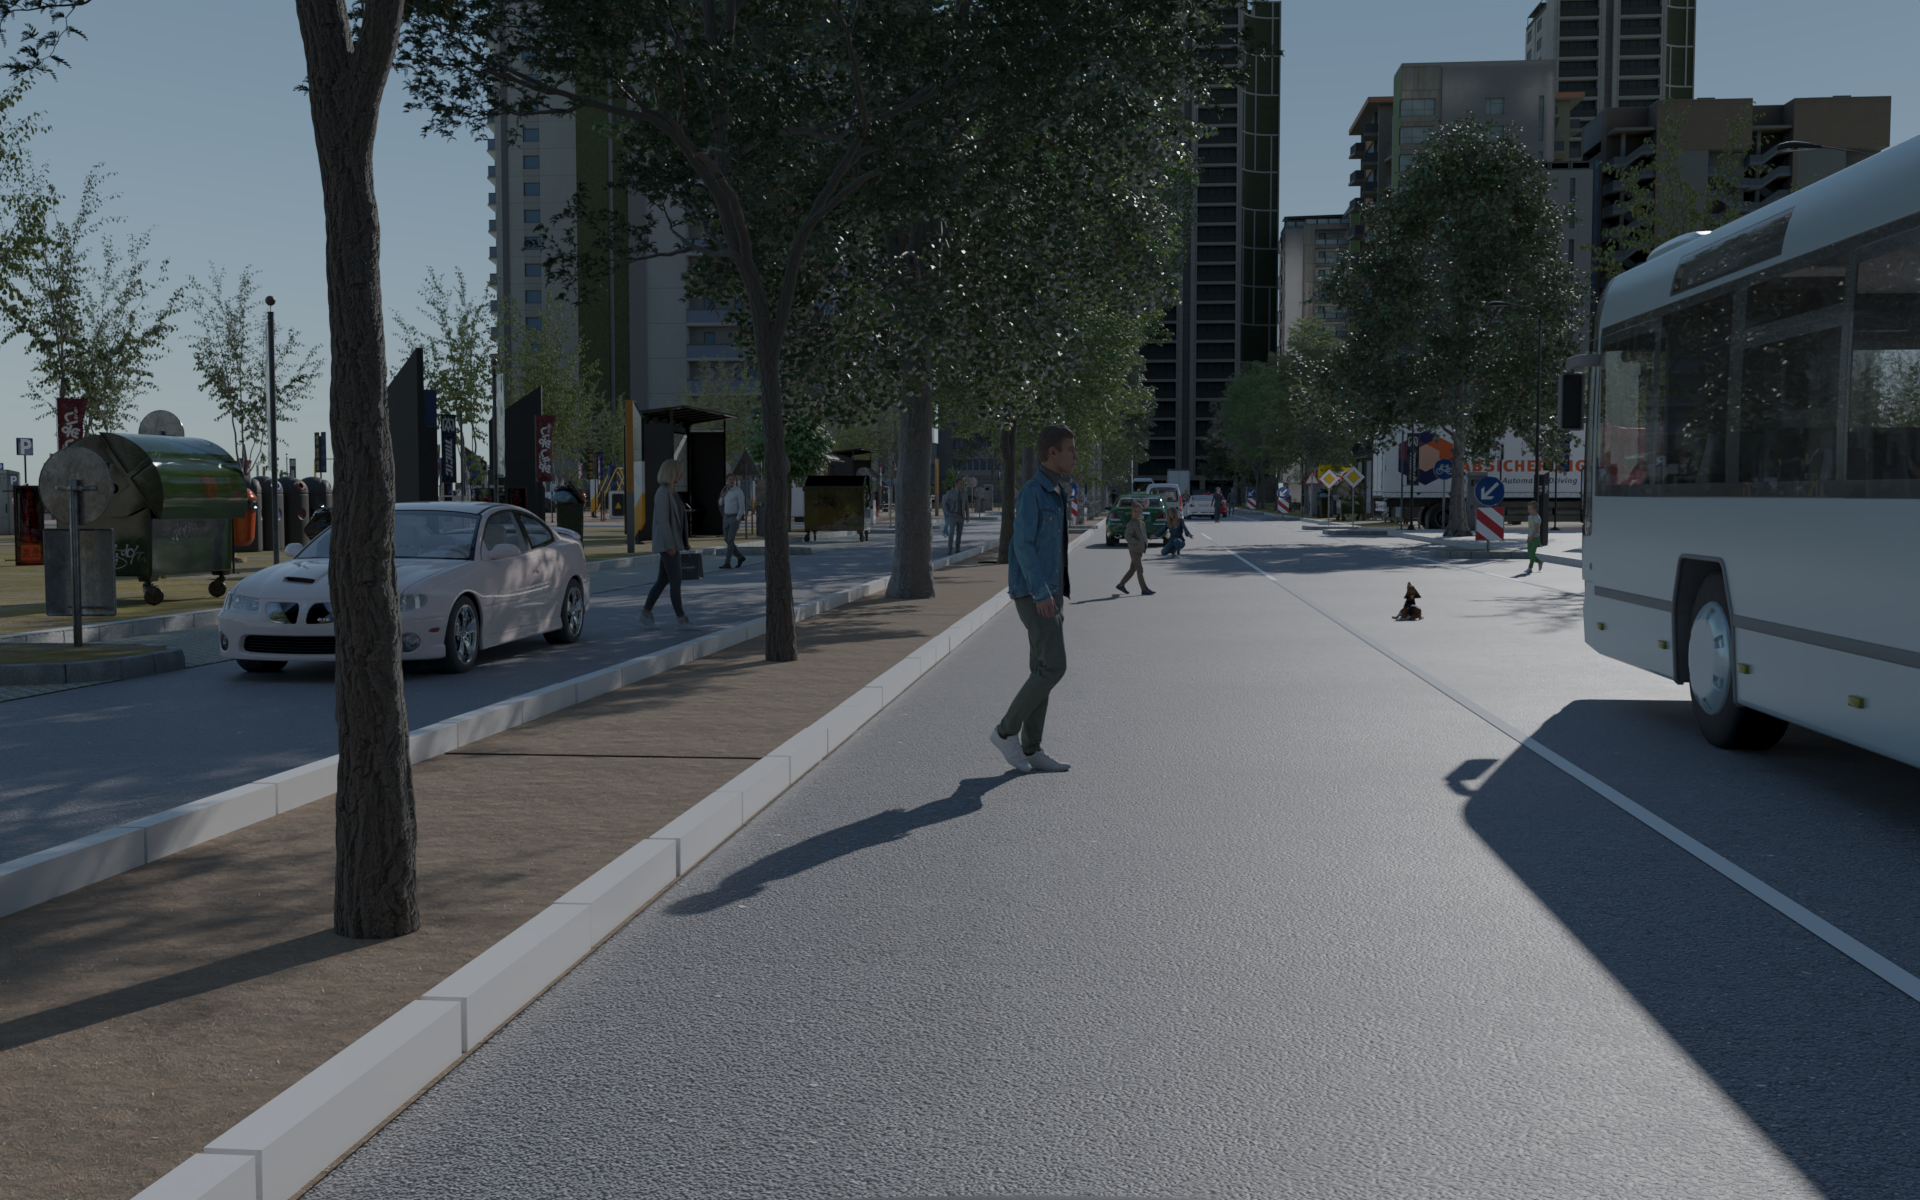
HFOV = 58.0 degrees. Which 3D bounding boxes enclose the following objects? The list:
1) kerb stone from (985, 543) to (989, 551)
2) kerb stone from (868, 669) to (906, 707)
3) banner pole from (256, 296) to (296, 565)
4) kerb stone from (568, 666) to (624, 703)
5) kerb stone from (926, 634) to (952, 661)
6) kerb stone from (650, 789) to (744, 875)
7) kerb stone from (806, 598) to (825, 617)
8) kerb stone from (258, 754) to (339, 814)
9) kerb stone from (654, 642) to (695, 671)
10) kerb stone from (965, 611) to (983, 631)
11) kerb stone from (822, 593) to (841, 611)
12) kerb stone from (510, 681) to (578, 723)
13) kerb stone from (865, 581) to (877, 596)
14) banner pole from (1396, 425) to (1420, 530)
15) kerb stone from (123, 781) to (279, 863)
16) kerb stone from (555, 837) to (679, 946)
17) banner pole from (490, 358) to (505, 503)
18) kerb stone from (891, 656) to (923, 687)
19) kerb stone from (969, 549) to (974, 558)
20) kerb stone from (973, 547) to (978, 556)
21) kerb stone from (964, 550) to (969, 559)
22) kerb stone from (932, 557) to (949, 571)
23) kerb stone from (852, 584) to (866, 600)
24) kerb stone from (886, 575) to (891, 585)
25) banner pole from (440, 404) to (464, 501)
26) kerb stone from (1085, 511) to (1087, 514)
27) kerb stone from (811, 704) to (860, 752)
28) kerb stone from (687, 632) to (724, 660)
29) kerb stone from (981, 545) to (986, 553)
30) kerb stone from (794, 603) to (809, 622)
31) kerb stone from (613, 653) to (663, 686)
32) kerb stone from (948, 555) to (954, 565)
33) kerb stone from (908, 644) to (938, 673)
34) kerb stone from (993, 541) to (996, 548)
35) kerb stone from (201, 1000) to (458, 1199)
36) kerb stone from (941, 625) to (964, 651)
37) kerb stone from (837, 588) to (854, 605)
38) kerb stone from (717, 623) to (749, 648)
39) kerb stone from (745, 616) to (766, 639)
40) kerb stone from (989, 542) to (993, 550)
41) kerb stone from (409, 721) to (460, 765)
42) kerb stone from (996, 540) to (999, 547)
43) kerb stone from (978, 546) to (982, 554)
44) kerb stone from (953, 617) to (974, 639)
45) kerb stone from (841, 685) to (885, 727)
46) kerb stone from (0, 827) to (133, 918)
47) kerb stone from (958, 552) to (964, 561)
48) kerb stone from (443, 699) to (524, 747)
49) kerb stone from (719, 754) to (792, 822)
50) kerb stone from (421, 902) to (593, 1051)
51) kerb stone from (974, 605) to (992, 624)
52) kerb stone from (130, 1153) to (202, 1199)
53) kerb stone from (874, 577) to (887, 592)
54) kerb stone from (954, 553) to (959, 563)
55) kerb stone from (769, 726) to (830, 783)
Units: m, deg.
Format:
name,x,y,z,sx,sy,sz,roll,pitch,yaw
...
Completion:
name,x,y,z,sx,sy,sz,roll,pitch,yaw
kerb stone,0.560,-1.263,42.843,0.120,0.150,1.000,0,4,6
kerb stone,-0.523,0.621,12.043,0.120,0.150,1.000,0,4,6
banner pole,-8.806,-1.966,22.154,0.401,3.779,0.863,-2,4,-28
kerb stone,-2.607,0.608,12.276,0.120,0.150,1.000,0,4,6
kerb stone,-0.209,0.433,15.109,0.120,0.150,1.000,0,4,6
kerb stone,-1.050,0.932,6.961,0.120,0.150,1.000,0,4,6
kerb stone,-1.769,0.108,20.428,0.120,0.150,1.000,0,4,6
kerb stone,-3.039,0.856,8.199,0.120,0.150,1.000,0,4,6
kerb stone,-2.397,0.485,14.320,0.120,0.150,1.000,0,4,6
kerb stone,0.113,0.247,18.164,0.120,0.150,1.000,0,4,6
kerb stone,-1.656,0.046,21.448,0.120,0.150,1.000,0,4,6
kerb stone,-2.720,0.670,11.248,0.120,0.150,1.000,0,4,6
kerb stone,-1.339,-0.138,24.508,0.120,0.150,1.000,0,4,6
banner pole,16.148,-4.426,62.375,0.863,3.779,0.401,0,4,-6
kerb stone,-3.143,0.920,7.181,0.120,0.150,1.000,0,4,6
kerb stone,-1.165,0.994,5.936,0.120,0.150,1.000,0,4,6
banner pole,-8.469,-2.556,31.812,0.401,3.779,0.863,-2,4,-30
kerb stone,-0.421,0.562,13.060,0.120,0.150,1.000,0,4,6
kerb stone,0.147,-1.011,38.770,0.120,0.150,1.000,0,4,6
kerb stone,0.244,-1.076,39.787,0.120,0.150,1.000,0,4,6
kerb stone,0.034,-0.952,37.754,0.120,0.150,1.000,0,4,6
kerb stone,-0.386,-0.703,33.688,0.120,0.150,1.000,0,4,6
kerb stone,-1.446,-0.079,23.487,0.120,0.150,1.000,0,4,6
kerb stone,-1.127,-0.267,26.554,0.120,0.150,1.000,0,4,6
banner pole,-13.971,-3.538,47.863,0.401,3.779,0.863,3,5,44
kerb stone,9.831,-6.727,132.173,0.120,0.150,1.000,0,4,6
kerb stone,-0.731,0.749,10.010,0.120,0.150,1.000,0,4,6
kerb stone,-2.288,0.420,15.336,0.120,0.150,1.000,0,4,6
kerb stone,0.454,-1.201,41.826,0.120,0.150,1.000,0,4,6
kerb stone,-1.870,0.171,19.407,0.120,0.150,1.000,0,4,6
kerb stone,-2.498,0.544,13.299,0.120,0.150,1.000,0,4,6
kerb stone,-0.289,-0.765,34.705,0.120,0.150,1.000,0,4,6
kerb stone,-0.316,0.496,14.092,0.120,0.150,1.000,0,4,6
kerb stone,0.766,-1.387,44.877,0.120,0.150,1.000,0,4,6
kerb stone,-1.374,1.120,3.896,0.120,0.150,1.000,0,4,6
kerb stone,-0.097,0.373,16.125,0.120,0.150,1.000,0,4,6
kerb stone,-1.555,-0.016,22.465,0.120,0.150,1.000,0,4,6
kerb stone,-2.189,0.357,16.353,0.120,0.150,1.000,0,4,6
kerb stone,-2.081,0.295,17.369,0.120,0.150,1.000,0,4,6
kerb stone,0.668,-1.325,43.860,0.120,0.150,1.000,0,4,6
kerb stone,-2.929,0.797,9.215,0.120,0.150,1.000,0,4,6
kerb stone,0.874,-1.447,45.893,0.120,0.150,1.000,0,4,6
kerb stone,0.354,-1.138,40.807,0.120,0.150,1.000,0,4,6
kerb stone,0.005,0.309,17.144,0.120,0.150,1.000,0,4,6
kerb stone,-0.630,0.688,11.027,0.120,0.150,1.000,0,4,6
kerb stone,-3.246,0.981,6.164,0.120,0.150,1.000,0,4,6
kerb stone,-0.069,-0.889,36.737,0.120,0.150,1.000,0,4,6
kerb stone,-2.825,0.732,10.232,0.120,0.150,1.000,0,4,6
kerb stone,-0.946,0.871,7.977,0.120,0.150,1.000,0,4,6
kerb stone,-1.265,1.057,4.919,0.120,0.150,1.000,0,4,6
kerb stone,0.220,0.187,19.181,0.120,0.150,1.000,0,4,6
kerb stone,-1.481,1.185,2.879,0.120,0.150,1.000,0,4,6
kerb stone,-1.238,-0.204,25.524,0.120,0.150,1.000,0,4,6
kerb stone,-0.178,-0.825,35.721,0.120,0.150,1.000,0,4,6
kerb stone,-0.839,0.807,8.993,0.120,0.150,1.000,0,4,6
